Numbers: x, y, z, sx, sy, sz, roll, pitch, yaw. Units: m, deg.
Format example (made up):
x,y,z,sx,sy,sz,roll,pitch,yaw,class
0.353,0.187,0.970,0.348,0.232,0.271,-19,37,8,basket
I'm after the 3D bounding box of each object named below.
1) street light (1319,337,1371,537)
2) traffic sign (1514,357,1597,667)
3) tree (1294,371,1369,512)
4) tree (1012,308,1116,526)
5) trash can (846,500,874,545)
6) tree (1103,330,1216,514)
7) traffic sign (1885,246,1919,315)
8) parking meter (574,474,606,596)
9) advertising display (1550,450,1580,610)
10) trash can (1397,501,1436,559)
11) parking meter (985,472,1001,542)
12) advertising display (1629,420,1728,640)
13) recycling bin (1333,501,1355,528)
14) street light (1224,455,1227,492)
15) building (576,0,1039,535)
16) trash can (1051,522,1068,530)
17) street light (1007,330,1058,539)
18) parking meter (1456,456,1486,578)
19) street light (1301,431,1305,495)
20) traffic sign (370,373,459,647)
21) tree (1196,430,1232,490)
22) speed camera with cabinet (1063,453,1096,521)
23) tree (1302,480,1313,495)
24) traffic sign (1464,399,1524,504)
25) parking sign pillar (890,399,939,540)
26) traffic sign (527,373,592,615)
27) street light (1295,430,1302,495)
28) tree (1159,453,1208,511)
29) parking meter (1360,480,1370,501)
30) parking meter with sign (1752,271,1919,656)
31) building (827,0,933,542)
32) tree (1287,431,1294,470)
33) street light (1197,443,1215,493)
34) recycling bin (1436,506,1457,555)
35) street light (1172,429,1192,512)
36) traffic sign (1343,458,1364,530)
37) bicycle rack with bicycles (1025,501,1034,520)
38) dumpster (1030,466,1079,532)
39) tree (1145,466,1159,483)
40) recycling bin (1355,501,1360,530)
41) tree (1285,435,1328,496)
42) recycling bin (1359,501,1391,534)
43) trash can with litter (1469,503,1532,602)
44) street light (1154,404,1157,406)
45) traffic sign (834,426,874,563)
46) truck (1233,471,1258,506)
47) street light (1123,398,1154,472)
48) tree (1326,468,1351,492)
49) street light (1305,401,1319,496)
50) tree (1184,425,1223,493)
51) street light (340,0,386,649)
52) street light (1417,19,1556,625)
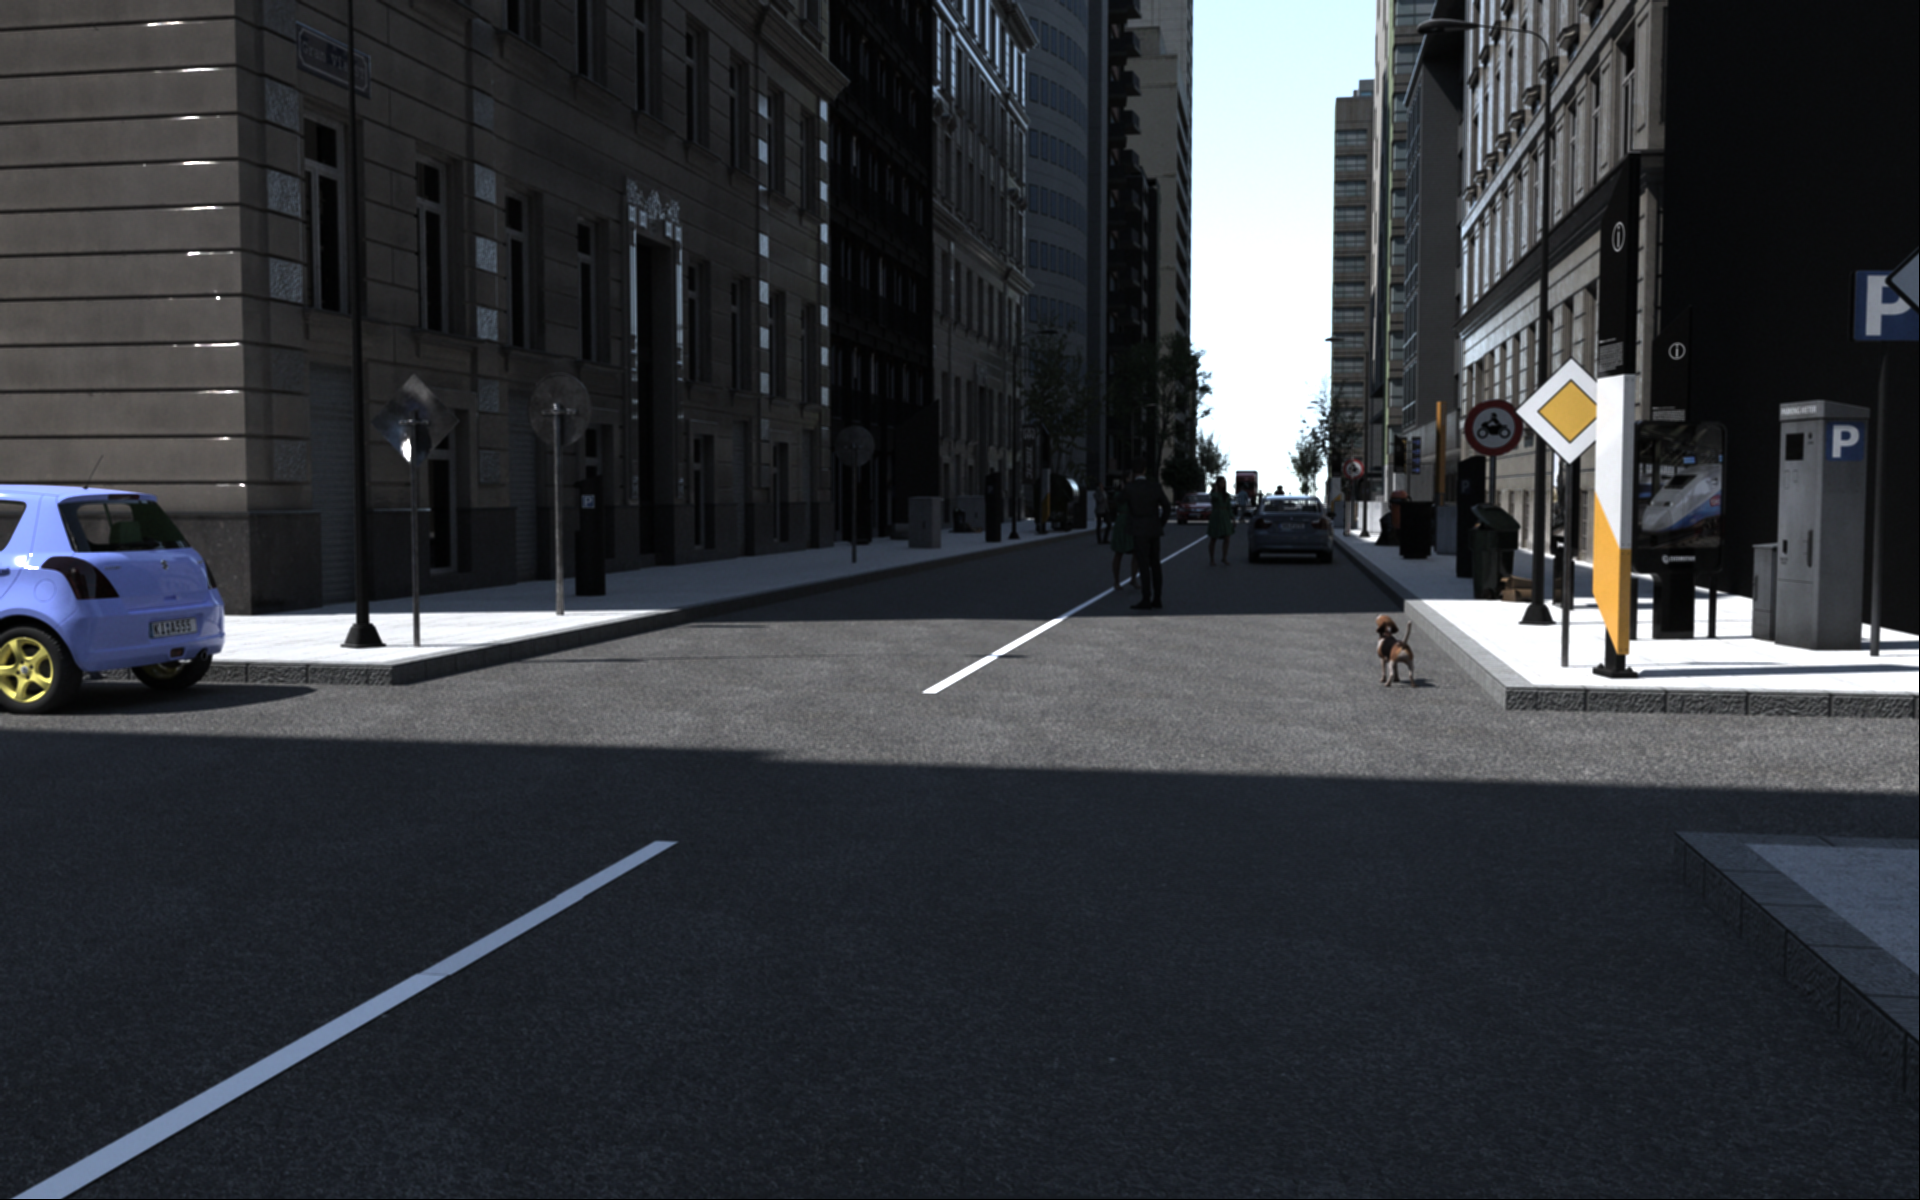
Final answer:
x,y,z,sx,sy,sz,roll,pitch,yaw,class
11.493,-4.823,51.390,1.470,5.913,1.316,1,4,10,street light
4.483,-0.559,12.783,0.795,2.450,0.064,1,4,10,traffic sign
22.194,-9.346,103.176,4.360,8.622,3.978,0,3,0,tree
3.876,-7.219,68.399,4.737,8.622,4.395,0,3,0,tree
-2.540,-1.973,43.911,0.748,1.137,0.748,0,3,0,trash can
12.602,-11.242,109.570,9.928,11.665,9.643,0,3,0,tree
3.029,-0.079,4.931,0.795,2.450,0.064,1,4,10,traffic sign
-4.687,-0.827,21.927,0.372,1.533,0.369,0,3,0,parking meter
6.822,-0.877,19.545,0.123,1.923,0.974,0,4,8,advertising display
9.042,-1.390,34.372,0.748,1.137,0.748,0,3,0,trash can
0.882,-2.483,46.311,0.399,1.863,0.255,3,5,40,parking meter
6.326,-0.617,15.306,0.974,1.923,0.123,-1,4,-18,advertising display
14.602,-3.247,65.643,0.722,1.027,0.722,2,4,29,recycling bin
31.325,-14.373,207.545,1.470,5.913,1.316,1,4,10,street light
-4.652,-16.728,70.767,12.463,27.353,25.104,1,4,10,building
3.533,-3.035,61.270,0.748,1.137,0.748,0,3,0,trash can
2.071,-4.685,49.134,1.470,5.913,1.316,1,4,10,street light
7.841,-1.278,26.600,0.255,1.863,0.399,-2,4,-27,parking meter
19.039,-7.306,91.989,1.470,5.913,1.316,1,4,10,street light
-4.554,-0.662,14.471,0.795,2.450,0.064,1,4,10,traffic sign
29.312,-15.249,199.691,4.737,8.622,4.395,0,3,0,tree
5.550,-5.467,83.722,2.038,3.252,0.660,-1,4,-22,speed camera with cabinet
43.265,-13.635,217.535,1.663,3.219,1.824,0,3,0,tree
7.174,-1.421,23.337,0.768,2.556,0.104,1,4,17,traffic sign
-1.264,-3.704,49.027,1.447,3.967,1.447,-1,4,-16,parking sign pillar
-4.239,-1.111,18.279,0.768,2.556,0.104,1,4,18,traffic sign
25.340,-9.411,126.416,1.470,5.913,1.316,1,4,10,street light
19.859,-10.207,150.605,4.285,4.588,4.351,0,3,0,tree
16.873,-4.067,72.207,0.399,1.863,0.255,1,4,9,parking meter
7.209,-1.112,14.443,0.543,3.016,1.738,0,4,-2,parking meter with sign
-8.382,-13.523,50.778,12.332,23.373,15.834,1,4,10,building
36.803,-14.286,183.934,4.360,8.622,3.978,0,3,0,tree
22.334,-11.370,158.443,1.470,5.913,1.316,1,4,10,street light
10.592,-1.474,36.658,0.722,1.027,0.722,-2,4,-25,recycling bin
15.893,-9.270,124.105,1.470,5.913,1.316,1,4,10,street light
14.089,-3.788,62.038,0.768,2.556,0.104,1,4,15,traffic sign
3.752,-4.502,86.991,2.852,0.926,2.925,-1,4,-12,bicycle rack with bicycles
3.237,-3.476,59.325,1.502,2.255,1.985,1,4,10,dumpster
10.980,-6.706,104.243,1.663,3.219,1.824,0,3,0,tree
14.525,-2.979,61.262,0.722,1.027,0.722,2,4,29,recycling bin
44.361,-16.757,224.342,4.737,8.622,4.395,0,3,0,tree
13.528,-2.667,56.156,0.722,1.027,0.722,3,5,41,recycling bin
6.643,-0.584,20.936,0.624,1.170,1.055,-1,4,-22,trash can with litter
9.487,-7.161,89.629,1.470,5.913,1.316,1,4,10,street light
-1.977,-1.967,32.272,0.768,2.556,0.104,1,4,11,traffic sign
34.511,-13.436,208.599,2.839,4.237,11.283,1,4,11,truck
8.457,-6.797,83.669,1.470,5.913,1.316,1,4,10,street light
23.718,-7.013,109.271,1.663,3.219,1.824,0,3,0,tree
18.097,-6.961,86.355,1.470,5.913,1.316,1,4,10,street light
27.012,-14.668,190.176,4.360,8.622,3.978,0,3,0,tree
-4.486,-2.553,14.276,1.470,5.913,1.316,1,4,10,street light
5.171,-2.721,17.030,1.470,5.913,1.316,1,4,10,street light
